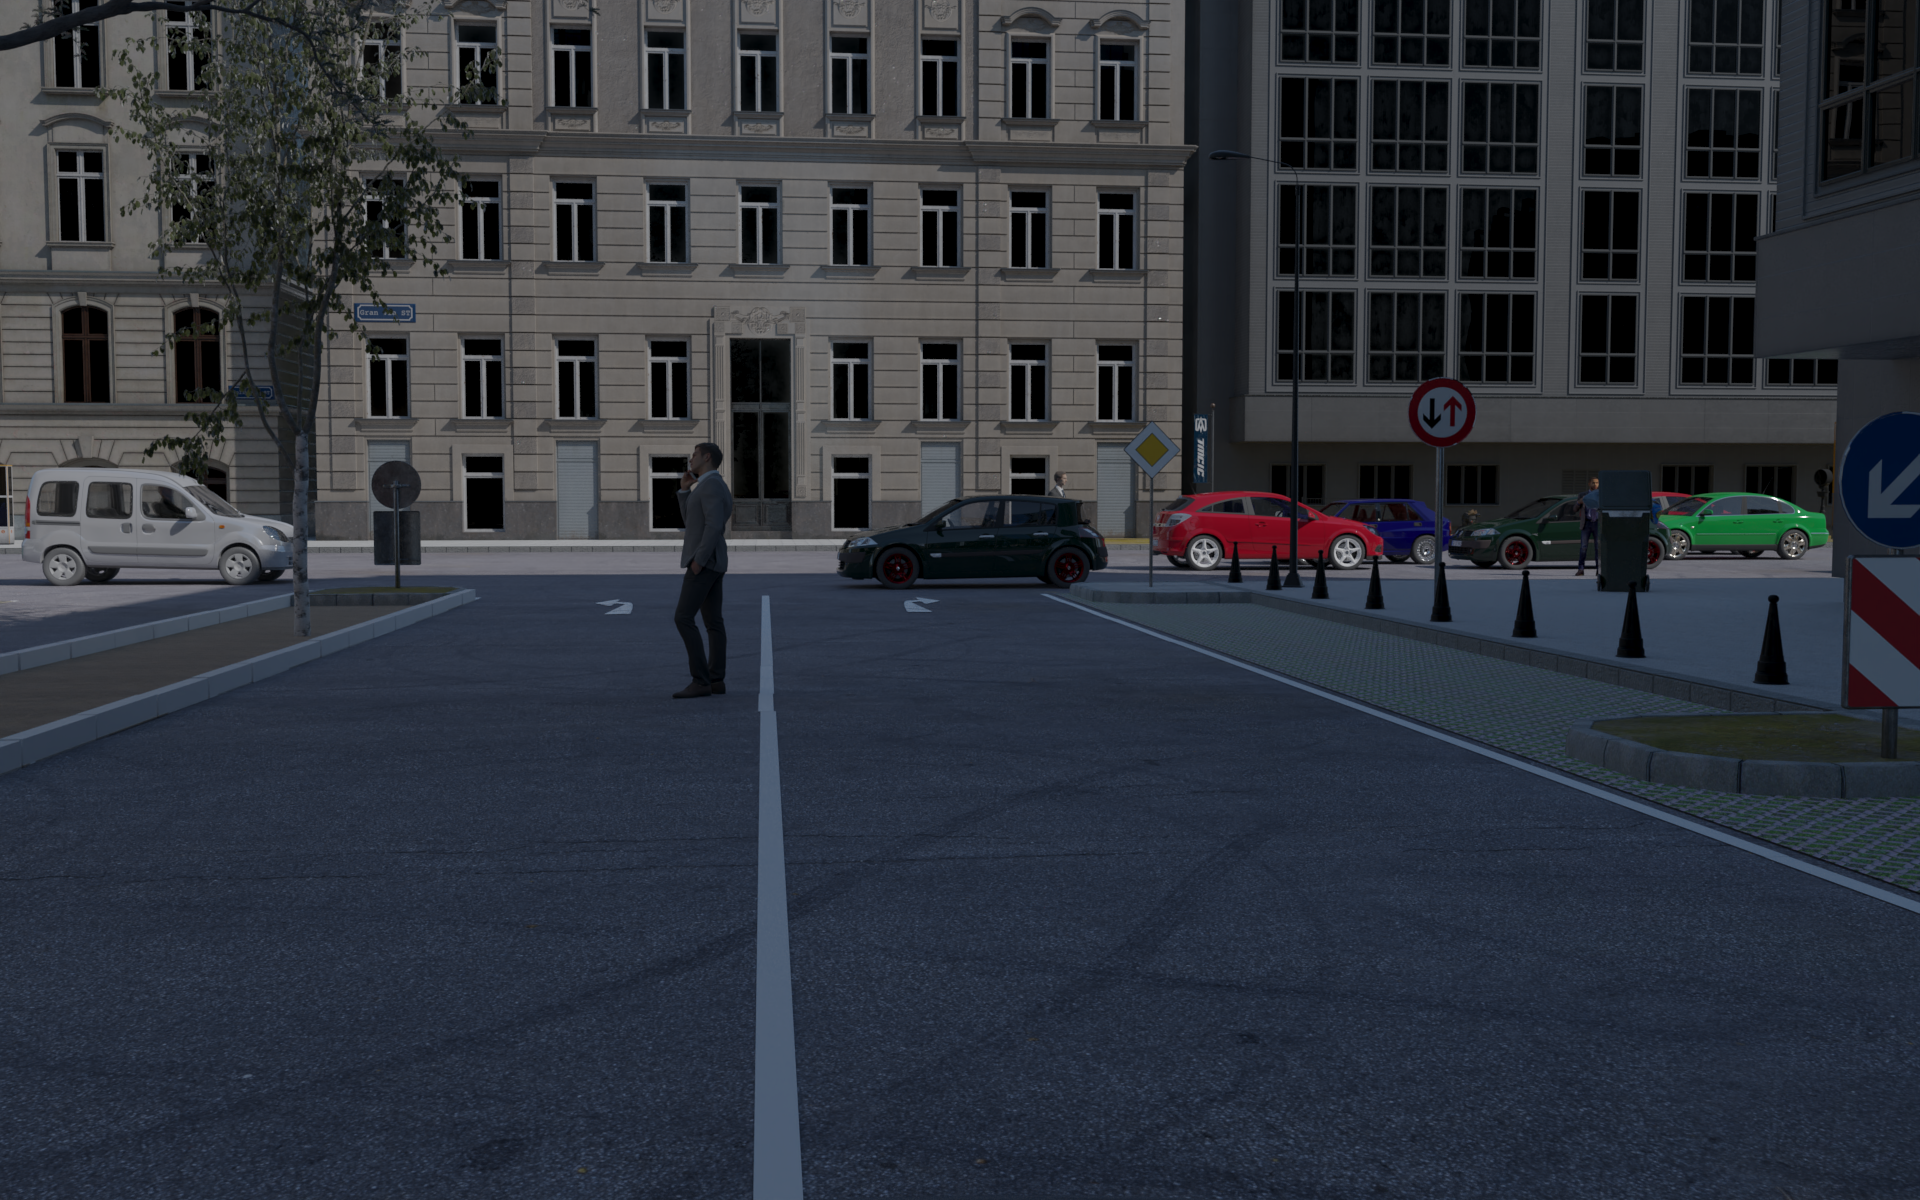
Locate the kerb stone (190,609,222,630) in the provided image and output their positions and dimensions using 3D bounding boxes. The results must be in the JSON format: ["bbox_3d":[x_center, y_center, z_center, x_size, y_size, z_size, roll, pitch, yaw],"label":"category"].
[{"bbox_3d":[-8.160,0.223,18.560,0.120,0.150,1.000,0,4,-6],"label":"kerb stone"}]

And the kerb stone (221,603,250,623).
[{"bbox_3d":[-8.273,0.166,19.584,0.120,0.150,1.000,0,4,-6],"label":"kerb stone"}]

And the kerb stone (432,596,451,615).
[{"bbox_3d":[-6.296,0.086,20.790,0.120,0.150,1.000,0,4,-6],"label":"kerb stone"}]

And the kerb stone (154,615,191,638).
[{"bbox_3d":[-8.049,0.285,17.542,0.120,0.150,1.000,0,4,-6],"label":"kerb stone"}]

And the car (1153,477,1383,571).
[{"bbox_3d":[5.890,-1.478,33.201,4.494,1.783,2.155,0,4,-6],"label":"car"}]

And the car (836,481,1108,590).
[{"bbox_3d":[0.192,-1.042,26.816,4.222,1.686,2.009,0,4,-6],"label":"car"}]

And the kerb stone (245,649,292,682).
[{"bbox_3d":[-5.486,0.523,13.650,0.120,0.150,1.000,0,4,-6],"label":"kerb stone"}]

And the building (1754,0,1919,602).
[{"bbox_3d":[17.464,-11.412,5.653,14.314,24.678,30.058,0,4,-6],"label":"building"}]

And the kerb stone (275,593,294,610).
[{"bbox_3d":[-8.509,0.035,21.619,0.120,0.150,1.000,0,4,-6],"label":"kerb stone"}]

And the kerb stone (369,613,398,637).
[{"bbox_3d":[-5.948,0.273,17.731,0.120,0.150,1.000,0,4,-6],"label":"kerb stone"}]

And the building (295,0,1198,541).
[{"bbox_3d":[-6.219,-15.672,53.503,25.104,27.353,12.463,0,4,-6],"label":"building"}]

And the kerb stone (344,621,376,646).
[{"bbox_3d":[-5.836,0.336,16.713,0.120,0.150,1.000,0,4,-6],"label":"kerb stone"}]

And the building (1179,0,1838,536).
[{"bbox_3d":[18.163,-16.121,57.091,24.014,27.812,14.314,0,4,-6],"label":"building"}]

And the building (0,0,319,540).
[{"bbox_3d":[-36.555,-14.206,51.350,34.723,24.649,14.460,0,4,-6],"label":"building"}]

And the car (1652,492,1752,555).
[{"bbox_3d":[17.028,-1.977,41.357,4.494,1.783,2.155,0,4,-5],"label":"car"}]

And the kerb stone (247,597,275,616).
[{"bbox_3d":[-8.386,0.097,20.602,0.120,0.150,1.000,0,4,-6],"label":"kerb stone"}]

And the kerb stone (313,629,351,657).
[{"bbox_3d":[-5.721,0.398,15.695,0.120,0.150,1.000,0,4,-6],"label":"kerb stone"}]

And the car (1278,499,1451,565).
[{"bbox_3d":[8.076,-1.419,35.774,3.894,1.354,1.945,0,4,-7],"label":"car"}]

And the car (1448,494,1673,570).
[{"bbox_3d":[11.639,-1.455,33.568,4.222,1.686,2.009,0,4,-5],"label":"car"}]

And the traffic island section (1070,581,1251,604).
[{"bbox_3d":[2.653,-0.100,23.909,2.009,0.180,2.903,0,4,-6],"label":"traffic island section"}]

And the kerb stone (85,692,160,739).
[{"bbox_3d":[-5.144,0.710,10.582,0.120,0.150,1.000,0,4,-6],"label":"kerb stone"}]

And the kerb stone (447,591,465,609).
[{"bbox_3d":[-6.420,0.024,21.807,0.120,0.150,1.000,0,4,-6],"label":"kerb stone"}]

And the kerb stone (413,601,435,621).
[{"bbox_3d":[-6.184,0.148,19.772,0.120,0.150,1.000,0,4,-6],"label":"kerb stone"}]

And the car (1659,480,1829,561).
[{"bbox_3d":[16.682,-1.804,38.289,4.718,1.807,1.959,0,4,-7],"label":"car"}]

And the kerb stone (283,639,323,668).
[{"bbox_3d":[-5.607,0.466,14.668,0.120,0.150,1.000,0,4,-6],"label":"kerb stone"}]

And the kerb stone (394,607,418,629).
[{"bbox_3d":[-6.063,0.211,18.749,0.120,0.150,1.000,0,4,-6],"label":"kerb stone"}]

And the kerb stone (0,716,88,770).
[{"bbox_3d":[-5.026,0.774,9.564,0.120,0.150,1.000,0,4,-6],"label":"kerb stone"}]

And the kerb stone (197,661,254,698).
[{"bbox_3d":[-5.374,0.585,12.625,0.120,0.150,1.000,0,4,-6],"label":"kerb stone"}]

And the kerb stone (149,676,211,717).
[{"bbox_3d":[-5.261,0.652,11.607,0.120,0.150,1.000,0,4,-6],"label":"kerb stone"}]

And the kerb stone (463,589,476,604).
[{"bbox_3d":[-6.531,-0.039,22.831,0.120,0.150,1.000,0,4,-6],"label":"kerb stone"}]

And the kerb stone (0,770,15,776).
[{"bbox_3d":[-4.907,0.839,8.543,0.120,0.150,1.000,0,4,-6],"label":"kerb stone"}]
